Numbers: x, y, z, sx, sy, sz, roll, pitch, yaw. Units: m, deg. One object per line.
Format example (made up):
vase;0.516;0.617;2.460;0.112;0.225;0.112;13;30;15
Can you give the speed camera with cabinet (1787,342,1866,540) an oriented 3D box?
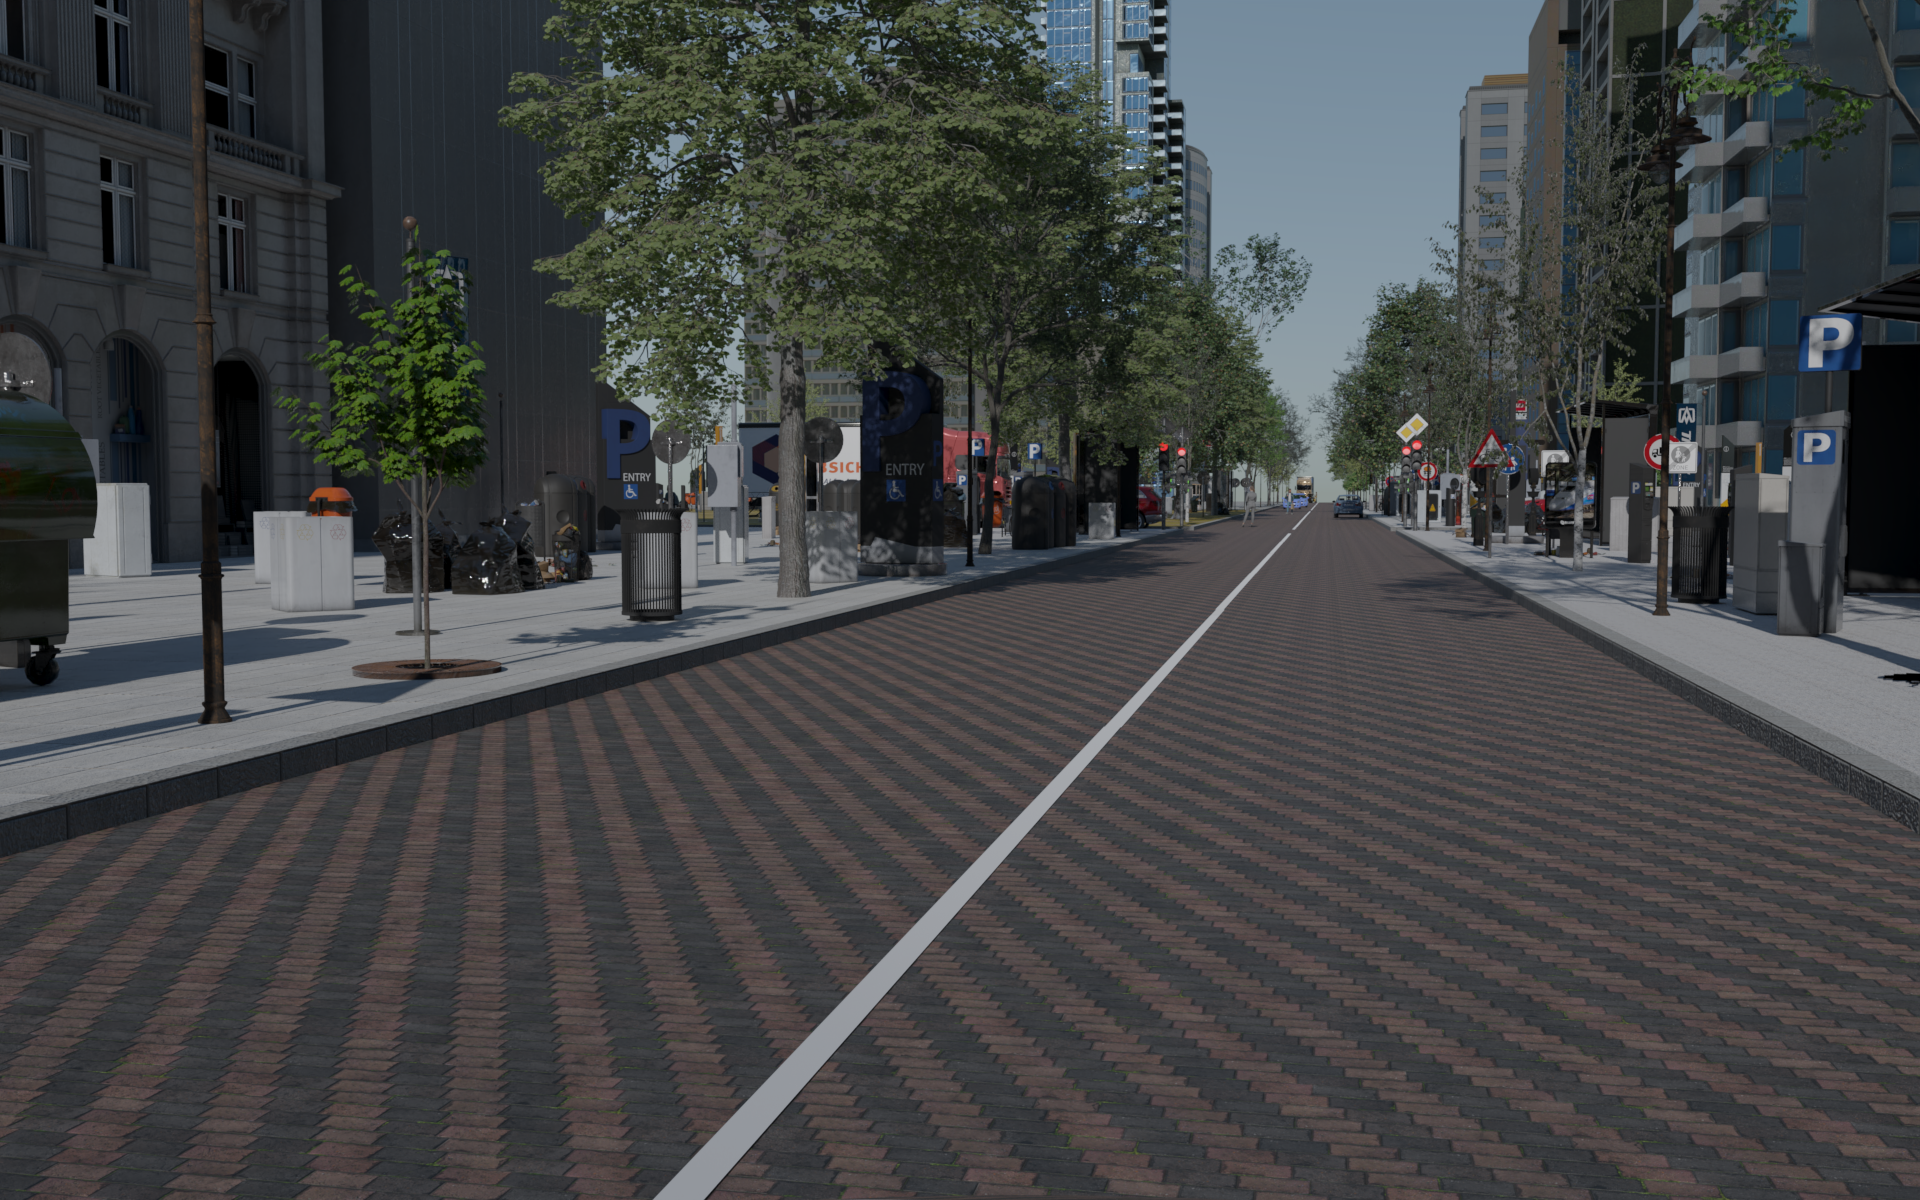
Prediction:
speed camera with cabinet;11.372;-1.766;23.207;0.660;3.252;2.038;-1;4;-12

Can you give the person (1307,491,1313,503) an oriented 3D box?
person;53.280;-15.649;263.999;1.348;1.869;0.705;-1;4;-13

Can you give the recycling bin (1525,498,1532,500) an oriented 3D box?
recycling bin;36.927;-6.109;112.431;0.722;1.027;0.722;0;3;0

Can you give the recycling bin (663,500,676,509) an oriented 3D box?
recycling bin;-16.857;-5.348;99.994;0.722;1.027;0.722;-3;5;-43

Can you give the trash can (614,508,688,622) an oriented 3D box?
trash can;-3.133;-0.363;17.588;0.748;1.137;0.748;0;3;0

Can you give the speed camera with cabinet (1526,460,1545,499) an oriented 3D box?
speed camera with cabinet;33.998;-6.552;101.459;2.038;3.252;0.660;-3;4;-38

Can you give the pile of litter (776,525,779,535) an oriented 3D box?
pile of litter;-5.535;-2.482;54.544;1.176;0.858;1.719;2;4;34

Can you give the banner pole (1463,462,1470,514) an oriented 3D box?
banner pole;32.919;-7.519;112.956;0.401;3.779;0.863;-3;4;-39

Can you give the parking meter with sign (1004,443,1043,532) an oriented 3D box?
parking meter with sign;2.120;-3.827;58.840;0.543;3.016;1.738;2;4;34

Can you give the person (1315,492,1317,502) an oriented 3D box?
person;61.194;-17.682;297.611;0.705;1.823;1.348;0;4;2

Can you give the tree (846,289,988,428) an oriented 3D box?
tree;-1.583;-6.552;57.484;4.360;8.622;3.978;0;3;0

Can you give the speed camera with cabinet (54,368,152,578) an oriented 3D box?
speed camera with cabinet;-13.498;-2.002;27.071;2.038;3.252;0.660;2;4;34

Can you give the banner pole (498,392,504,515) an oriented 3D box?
banner pole;-11.243;-3.212;42.537;0.401;3.779;0.863;-1;4;-15

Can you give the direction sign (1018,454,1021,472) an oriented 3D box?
direction sign;3.113;-6.528;98.728;0.876;3.537;0.379;-2;4;-32

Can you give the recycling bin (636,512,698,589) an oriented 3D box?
recycling bin;-4.015;-0.684;23.735;0.722;1.027;0.722;-1;4;-20

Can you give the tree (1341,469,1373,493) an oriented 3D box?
tree;45.986;-13.136;198.480;4.285;4.588;4.351;0;3;0

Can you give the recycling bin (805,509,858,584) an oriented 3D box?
recycling bin;-1.976;-0.776;25.247;0.722;1.027;0.722;-3;5;-43

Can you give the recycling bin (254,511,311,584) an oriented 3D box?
recycling bin;-9.759;-0.764;25.042;0.722;1.027;0.722;-1;4;-12

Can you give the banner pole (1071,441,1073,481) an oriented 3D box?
banner pole;5.463;-5.602;81.608;0.863;3.779;0.401;3;4;36

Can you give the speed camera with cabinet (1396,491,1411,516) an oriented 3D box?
speed camera with cabinet;26.118;-6.430;99.466;2.038;3.252;0.660;1;4;14

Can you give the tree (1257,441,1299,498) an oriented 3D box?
tree;43.059;-17.616;238.381;4.737;8.622;4.395;0;3;0

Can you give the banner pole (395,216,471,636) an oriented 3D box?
banner pole;-4.818;-1.584;15.910;0.401;3.779;0.863;3;4;37

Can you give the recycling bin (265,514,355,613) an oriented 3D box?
recycling bin;-7.184;-0.406;19.200;0.722;1.027;0.722;-3;4;-37

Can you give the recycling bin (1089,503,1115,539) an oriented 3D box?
recycling bin;4.093;-2.282;49.862;0.722;1.027;0.722;1;4;9

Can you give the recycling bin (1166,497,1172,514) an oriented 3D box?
recycling bin;12.931;-5.929;109.500;0.722;1.027;0.722;3;5;45

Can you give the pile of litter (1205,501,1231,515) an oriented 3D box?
pile of litter;15.825;-5.646;106.271;1.719;0.858;1.176;0;4;1

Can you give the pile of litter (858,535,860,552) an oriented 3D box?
pile of litter;-2.036;-1.496;38.431;1.176;0.858;1.719;-2;4;-35

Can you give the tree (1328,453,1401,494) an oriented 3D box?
tree;40.163;-14.164;165.994;8.767;10.594;7.601;3;5;41

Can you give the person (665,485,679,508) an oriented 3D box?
person;-12.063;-3.875;71.834;0.794;1.824;0.713;-2;4;-27

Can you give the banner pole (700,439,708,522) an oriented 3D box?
banner pole;-11.597;-5.464;79.356;0.401;3.779;0.863;2;4;32

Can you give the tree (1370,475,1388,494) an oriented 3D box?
tree;35.167;-9.129;143.862;1.663;3.219;1.824;0;3;0

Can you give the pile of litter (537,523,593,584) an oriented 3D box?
pile of litter;-6.036;-0.703;25.463;1.176;0.858;1.719;1;4;23

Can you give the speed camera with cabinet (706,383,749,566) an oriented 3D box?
speed camera with cabinet;-4.234;-2.278;31.575;0.660;3.252;2.038;0;4;-2

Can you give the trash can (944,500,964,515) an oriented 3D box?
trash can;-0.241;-2.015;44.592;0.748;1.137;0.748;0;3;0

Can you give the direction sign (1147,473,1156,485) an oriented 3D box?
direction sign;15.659;-9.178;142.050;0.876;3.537;0.379;3;4;38

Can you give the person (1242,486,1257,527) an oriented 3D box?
person;12.537;-4.051;75.014;0.520;1.790;0.573;-2;4;-28

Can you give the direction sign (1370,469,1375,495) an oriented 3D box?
direction sign;32.944;-8.936;138.092;0.876;3.537;0.379;-3;5;-41

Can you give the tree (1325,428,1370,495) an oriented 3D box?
tree;51.456;-18.828;225.956;7.486;12.596;7.792;0;3;0

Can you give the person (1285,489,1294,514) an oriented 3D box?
person;23.304;-6.950;122.113;0.794;1.824;0.713;3;4;36

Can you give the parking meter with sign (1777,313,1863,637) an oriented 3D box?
parking meter with sign;8.016;-1.220;16.205;0.543;3.016;1.738;2;4;32

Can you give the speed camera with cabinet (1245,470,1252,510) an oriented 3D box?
speed camera with cabinet;23.095;-8.842;138.905;0.660;3.252;2.038;1;4;9

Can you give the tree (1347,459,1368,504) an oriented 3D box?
tree;41.860;-14.031;179.770;4.737;8.622;4.395;0;3;0

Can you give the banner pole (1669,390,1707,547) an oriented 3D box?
banner pole;17.755;-3.178;41.980;0.863;3.779;0.401;1;4;10

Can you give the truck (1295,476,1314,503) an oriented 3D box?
truck;55.373;-17.684;278.044;2.839;4.237;11.283;1;4;13

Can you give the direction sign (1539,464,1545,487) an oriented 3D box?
direction sign;44.577;-8.574;132.187;0.876;3.537;0.379;-1;4;-17

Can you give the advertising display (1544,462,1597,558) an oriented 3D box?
advertising display;12.237;-1.806;34.735;0.974;1.923;0.123;2;4;25

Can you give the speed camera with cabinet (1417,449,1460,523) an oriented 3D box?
speed camera with cabinet;21.089;-5.016;76.347;2.038;3.252;0.660;-2;4;-27

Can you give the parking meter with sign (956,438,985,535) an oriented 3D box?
parking meter with sign;0.178;-3.504;53.550;0.543;3.016;1.738;2;4;24

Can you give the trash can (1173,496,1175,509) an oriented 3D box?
trash can;15.528;-6.832;123.357;0.748;1.137;0.748;0;3;0

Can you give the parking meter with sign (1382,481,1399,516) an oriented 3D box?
parking meter with sign;25.647;-6.460;101.878;1.738;3.016;0.543;2;4;34

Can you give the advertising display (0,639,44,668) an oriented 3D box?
advertising display;-7.062;-0.466;12.825;0.974;1.923;0.123;2;4;31

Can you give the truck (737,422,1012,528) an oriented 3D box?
truck;-2.964;-4.838;68.009;11.283;4.237;2.839;1;4;11

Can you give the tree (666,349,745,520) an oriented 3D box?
tree;-12.979;-8.329;86.540;4.360;8.622;3.978;0;3;0
